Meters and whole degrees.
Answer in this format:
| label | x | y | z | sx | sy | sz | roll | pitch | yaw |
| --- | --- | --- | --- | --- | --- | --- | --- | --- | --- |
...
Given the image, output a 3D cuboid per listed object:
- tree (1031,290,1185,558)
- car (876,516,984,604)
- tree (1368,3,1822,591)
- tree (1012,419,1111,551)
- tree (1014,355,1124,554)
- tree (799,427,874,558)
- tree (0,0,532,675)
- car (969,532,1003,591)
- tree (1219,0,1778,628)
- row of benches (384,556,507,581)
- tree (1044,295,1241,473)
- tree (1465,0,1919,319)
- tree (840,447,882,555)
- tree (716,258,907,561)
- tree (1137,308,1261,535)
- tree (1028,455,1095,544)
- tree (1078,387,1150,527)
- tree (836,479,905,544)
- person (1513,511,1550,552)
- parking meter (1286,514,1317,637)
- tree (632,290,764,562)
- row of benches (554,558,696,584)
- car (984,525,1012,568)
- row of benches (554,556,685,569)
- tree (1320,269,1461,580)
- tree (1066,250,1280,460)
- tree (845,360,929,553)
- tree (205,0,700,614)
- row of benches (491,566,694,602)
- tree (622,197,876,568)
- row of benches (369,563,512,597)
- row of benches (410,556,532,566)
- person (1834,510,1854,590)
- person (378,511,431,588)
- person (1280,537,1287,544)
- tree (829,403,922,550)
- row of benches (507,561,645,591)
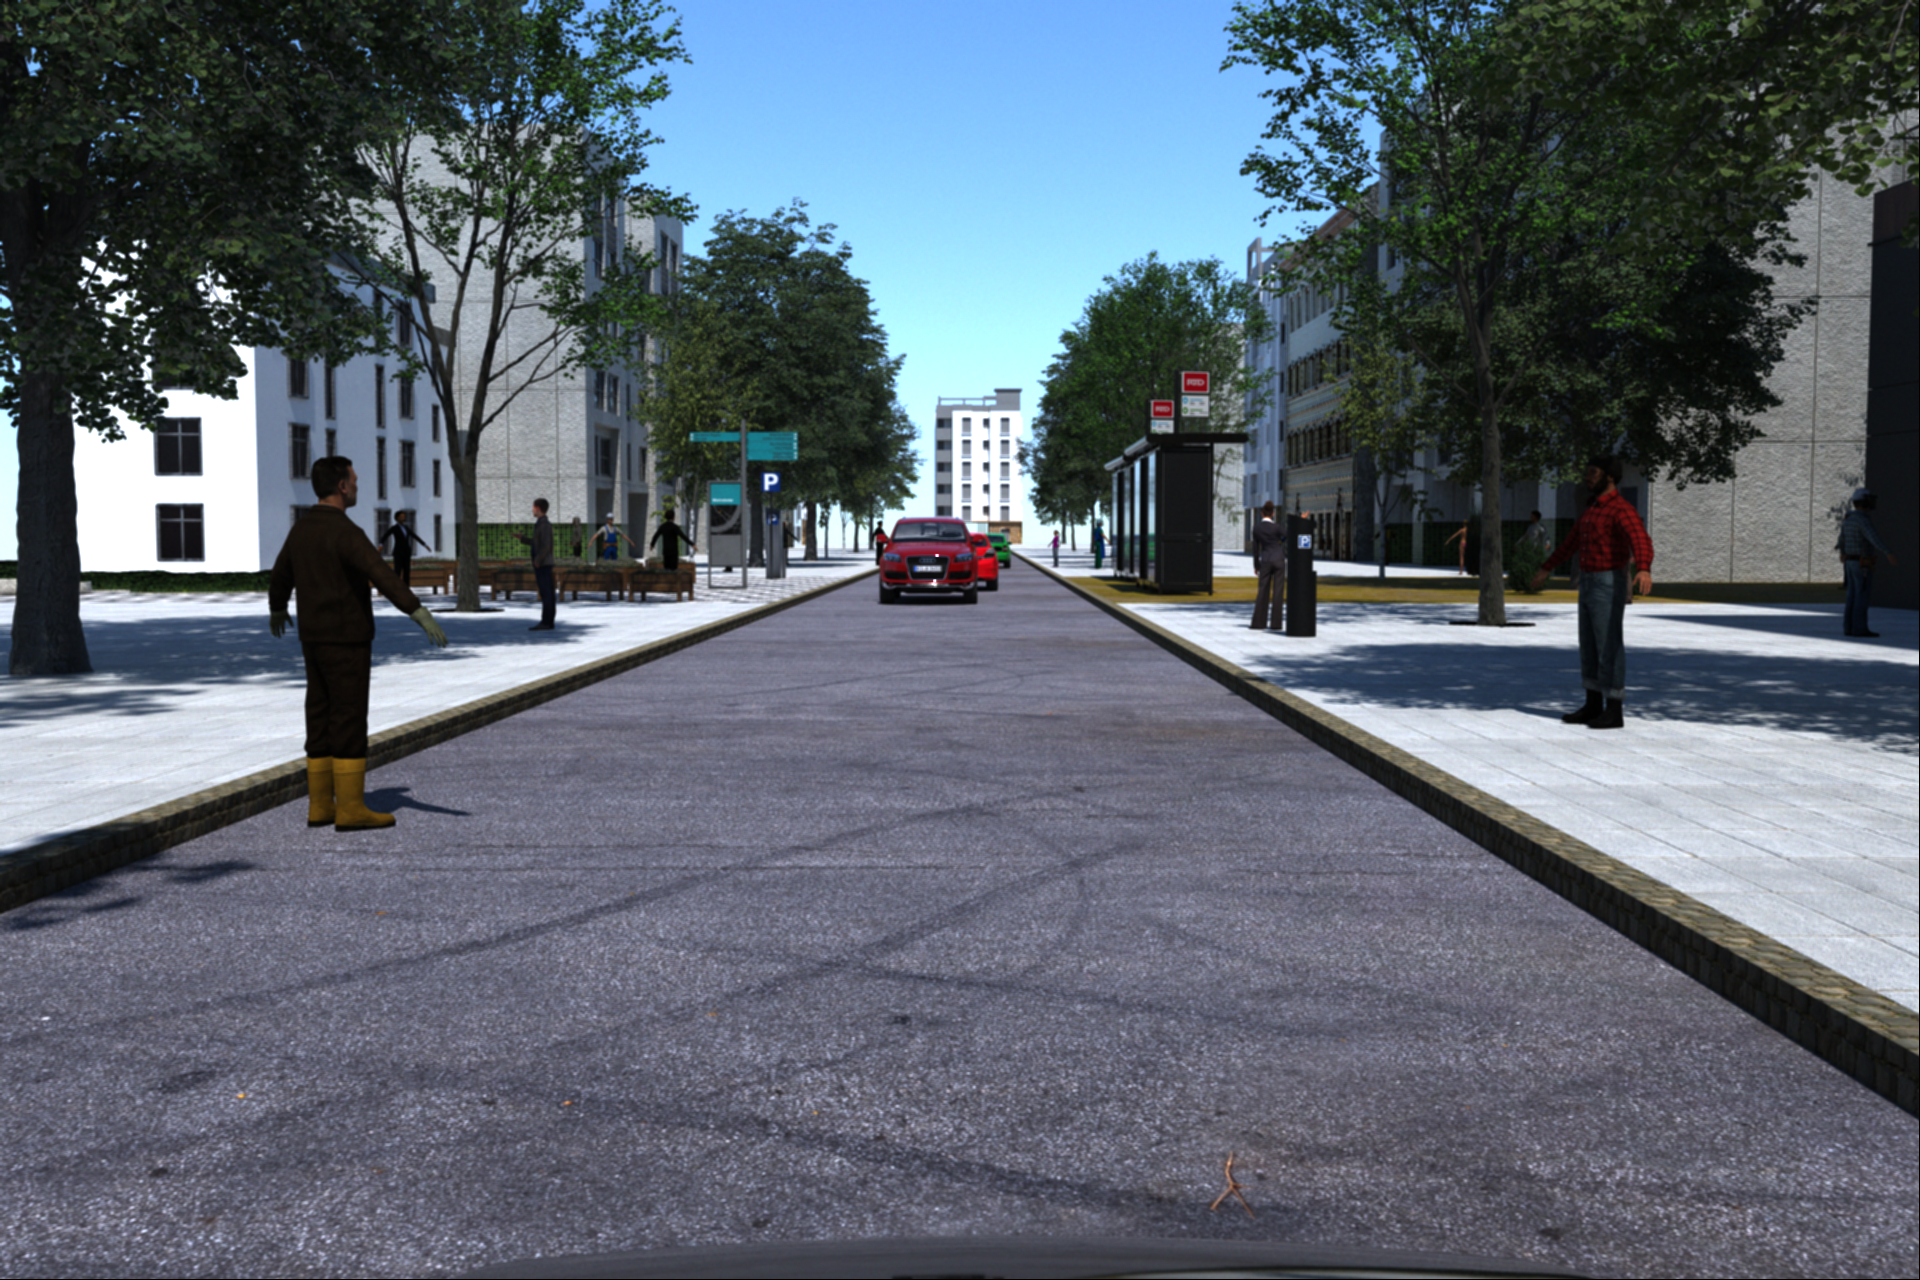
| label | x | y | z | sx | sy | sz | roll | pitch | yaw |
| --- | --- | --- | --- | --- | --- | --- | --- | --- | --- |
| tree | 8.446 | -11.356 | 92.326 | 9.857 | 13.997 | 8.962 | 0 | 3 | 0 |
| car | -0.633 | -1.745 | 37.207 | 2.281 | 1.827 | 5.304 | 0 | 4 | 0 |
| tree | 14.157 | -8.105 | 39.164 | 9.857 | 13.997 | 8.962 | 0 | 3 | 0 |
| tree | 8.353 | -11.967 | 130.067 | 8.767 | 10.594 | 7.601 | -3 | 5 | -43 |
| tree | 8.582 | -12.311 | 111.662 | 12.009 | 13.543 | 11.850 | 0 | 3 | 0 |
| tree | -6.887 | -8.646 | 91.716 | 4.737 | 8.622 | 4.395 | 0 | 3 | 0 |
| tree | -8.561 | -6.669 | 15.695 | 9.857 | 13.997 | 8.962 | 0 | 3 | 0 |
| car | 0.057 | -2.204 | 45.083 | 2.155 | 1.783 | 4.494 | 0 | 4 | -1 |
| tree | 7.350 | -6.012 | 24.053 | 9.928 | 11.665 | 9.643 | 0 | 3 | 0 |
| row of benches | -14.028 | -1.904 | 46.585 | 4.104 | 0.672 | 1.422 | -3 | 5 | -43 |
| tree | 7.489 | -8.937 | 71.878 | 9.928 | 11.665 | 9.643 | 0 | 3 | 0 |
| tree | 6.704 | -5.647 | 10.460 | 7.486 | 12.596 | 7.792 | 0 | 3 | 0 |
| tree | -6.906 | -9.460 | 105.030 | 4.737 | 8.622 | 4.395 | 0 | 3 | 0 |
| tree | -7.070 | -10.714 | 81.826 | 9.857 | 13.997 | 8.962 | 0 | 3 | 0 |
| tree | 7.867 | -6.493 | 56.521 | 4.360 | 8.622 | 3.978 | 0 | 3 | 0 |
| tree | 13.642 | -19.502 | 225.505 | 9.857 | 13.997 | 8.962 | 0 | 3 | 0 |
| tree | 7.689 | -7.947 | 80.290 | 4.360 | 8.622 | 3.978 | 0 | 3 | 0 |
| tree | -11.848 | -19.327 | 226.370 | 12.009 | 13.543 | 11.850 | 0 | 3 | 0 |
| person | 12.951 | -2.013 | 39.092 | 0.705 | 1.806 | 1.347 | -1 | 4 | -16 |
| parking meter | 4.274 | -0.811 | 21.670 | 0.372 | 1.533 | 0.369 | 0 | 3 | 0 |
| tree | -8.196 | -6.295 | 53.283 | 4.737 | 8.622 | 4.395 | 0 | 3 | 0 |
| row of benches | -8.743 | -1.747 | 44.033 | 4.104 | 0.672 | 1.422 | -2 | 4 | -32 |
| car | 1.253 | -3.977 | 73.819 | 1.959 | 1.807 | 4.718 | 0 | 4 | 1 |
| row of benches | -9.791 | -2.095 | 49.720 | 4.104 | 0.672 | 1.422 | -1 | 4 | -22 |
| tree | 11.868 | -5.979 | 48.124 | 4.737 | 8.622 | 4.395 | 0 | 3 | 0 |
| tree | 7.672 | -8.357 | 62.386 | 9.928 | 11.665 | 9.643 | 0 | 3 | 0 |
| tree | -6.926 | -12.668 | 117.497 | 12.009 | 13.543 | 11.850 | 0 | 3 | 0 |
| tree | -8.095 | -6.255 | 28.032 | 9.928 | 11.665 | 9.643 | 0 | 3 | 0 |
| row of benches | -7.169 | -1.093 | 33.340 | 4.104 | 0.672 | 1.422 | 1 | 4 | 14 |
| tree | -7.882 | -9.733 | 65.783 | 9.857 | 13.997 | 8.962 | 0 | 3 | 0 |
| row of benches | -11.450 | -1.277 | 36.337 | 4.104 | 0.672 | 1.422 | -3 | 5 | -40 |
| row of benches | -13.819 | -2.092 | 49.660 | 4.104 | 0.672 | 1.422 | -1 | 4 | -10 |
| person | 20.473 | -2.077 | 39.929 | 0.705 | 1.833 | 1.349 | 1 | 4 | 12 |
| person | -10.941 | -1.674 | 34.083 | 0.721 | 1.740 | 1.216 | 3 | 4 | 36 |
| person | 9.072 | -2.489 | 47.154 | 0.721 | 1.772 | 1.216 | -2 | 4 | -32 |
| tree | -6.863 | -13.264 | 134.996 | 7.486 | 12.596 | 7.792 | 0 | 3 | 0 |
| row of benches | -8.860 | -1.508 | 40.125 | 4.104 | 0.672 | 1.422 | 2 | 4 | 35 |
